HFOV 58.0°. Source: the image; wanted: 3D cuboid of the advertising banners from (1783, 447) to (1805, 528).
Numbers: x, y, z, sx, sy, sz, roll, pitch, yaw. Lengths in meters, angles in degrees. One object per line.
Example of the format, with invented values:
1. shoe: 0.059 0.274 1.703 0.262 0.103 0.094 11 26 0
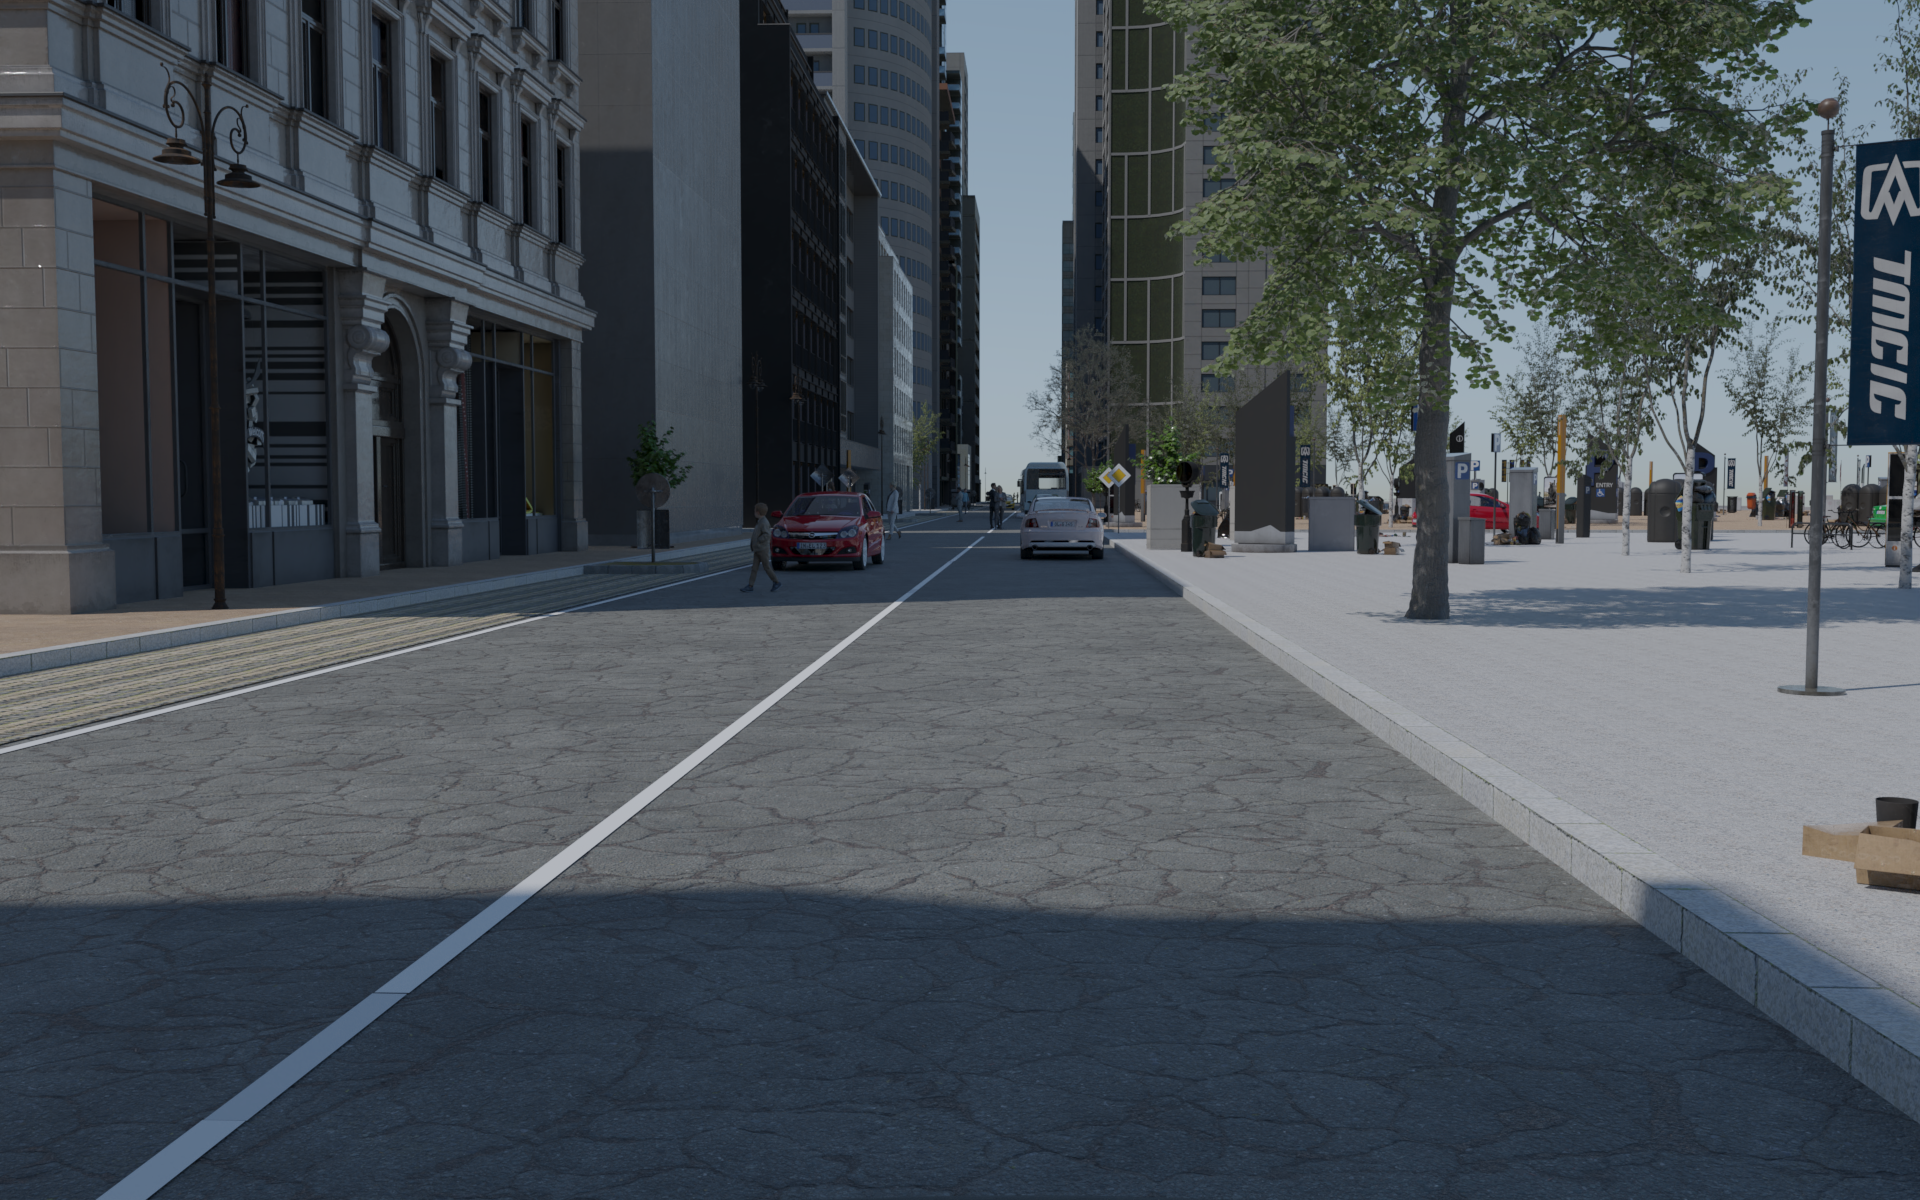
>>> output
1. advertising banners: 31.367 -4.221 65.205 2.074 3.025 0.090 -3 5 -43

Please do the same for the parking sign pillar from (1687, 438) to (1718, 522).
1. parking sign pillar: 34.643 -5.653 80.904 1.447 3.967 1.447 0 4 -1

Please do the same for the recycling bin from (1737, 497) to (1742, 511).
1. recycling bin: 59.477 -7.348 132.694 0.722 1.027 0.722 1 4 23

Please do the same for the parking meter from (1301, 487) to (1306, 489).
1. parking meter: 19.514 -5.653 98.129 0.255 1.863 0.399 -1 4 -20

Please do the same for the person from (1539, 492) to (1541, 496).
1. person: 72.487 -12.700 216.925 0.721 1.735 1.217 1 4 15

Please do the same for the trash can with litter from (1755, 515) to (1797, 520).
1. trash can with litter: 40.885 -4.642 86.951 1.678 1.210 2.233 -3 4 -38

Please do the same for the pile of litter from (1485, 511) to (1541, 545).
1. pile of litter: 13.999 -1.828 43.857 1.719 0.858 1.176 -1 4 -20

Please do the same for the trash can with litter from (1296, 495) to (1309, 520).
1. trash can with litter: 17.787 -4.671 87.432 2.233 1.210 1.678 -2 4 -35

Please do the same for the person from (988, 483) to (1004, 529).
1. person: 1.458 -3.915 71.876 0.474 1.900 0.648 -3 4 -36

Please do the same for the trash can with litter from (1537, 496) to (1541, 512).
1. trash can with litter: 36.409 -5.964 108.904 0.624 1.170 1.055 2 4 32

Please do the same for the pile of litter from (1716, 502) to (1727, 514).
1. pile of litter: 50.174 -6.151 114.533 1.719 0.858 1.176 -1 4 -16

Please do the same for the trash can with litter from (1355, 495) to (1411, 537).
1. trash can with litter: 12.674 -2.505 52.007 2.233 1.210 1.678 1 4 22

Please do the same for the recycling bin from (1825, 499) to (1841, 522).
1. recycling bin: 40.712 -4.160 80.571 0.722 1.027 0.722 2 4 32

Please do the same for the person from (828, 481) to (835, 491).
1. person: -3.717 -2.481 49.338 0.520 1.790 0.573 -1 4 -17

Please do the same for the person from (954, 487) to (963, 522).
1. person: -0.080 -4.940 89.447 0.466 1.800 0.511 0 4 3

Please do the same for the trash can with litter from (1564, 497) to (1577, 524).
1. trash can with litter: 25.903 -3.812 73.716 1.055 1.170 0.624 -3 5 -40

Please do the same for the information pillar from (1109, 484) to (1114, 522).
1. information pillar: 6.410 -4.173 72.715 0.304 2.012 0.304 1 4 9

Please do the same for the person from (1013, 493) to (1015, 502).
1. person: 7.525 -14.031 239.368 0.415 1.643 0.593 -3 4 -36

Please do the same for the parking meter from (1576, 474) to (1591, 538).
1. parking meter: 18.334 -2.764 50.903 0.399 1.863 0.255 -3 4 -36

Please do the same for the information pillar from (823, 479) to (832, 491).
1. information pillar: -5.514 -4.125 71.932 0.304 2.012 0.304 -3 5 -44

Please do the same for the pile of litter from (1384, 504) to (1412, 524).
1. pile of litter: 19.392 -3.760 75.440 1.719 0.858 1.176 2 4 33

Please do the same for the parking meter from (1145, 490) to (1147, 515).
1. parking meter: 11.395 -5.972 106.048 0.372 1.533 0.369 0 3 0

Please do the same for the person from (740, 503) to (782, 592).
1. person: -2.900 -0.771 25.377 0.640 1.303 0.475 -2 4 -35

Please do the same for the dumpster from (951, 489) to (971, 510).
1. dumpster: 0.090 -9.033 155.901 1.865 1.857 1.264 0 4 5

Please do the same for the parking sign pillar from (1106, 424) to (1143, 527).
1. parking sign pillar: 6.390 -4.821 67.301 1.447 3.967 1.447 -1 4 -15

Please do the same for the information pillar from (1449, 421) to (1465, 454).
1. information pillar: 16.033 -3.946 55.878 0.504 3.616 0.183 2 4 28

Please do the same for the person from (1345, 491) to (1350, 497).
1. person: 48.926 -12.880 219.182 1.348 1.812 0.705 2 4 33

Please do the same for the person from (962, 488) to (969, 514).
1. person: 0.333 -7.084 124.182 0.638 1.841 0.748 -1 4 -12

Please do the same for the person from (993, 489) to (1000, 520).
1. person: 2.026 -5.244 94.101 0.748 1.841 0.638 -1 4 -22

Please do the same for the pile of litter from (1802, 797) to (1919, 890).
1. pile of litter: 3.482 0.513 5.582 1.176 0.858 1.719 0 4 3

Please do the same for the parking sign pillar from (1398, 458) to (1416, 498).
1. parking sign pillar: 31.337 -8.124 121.299 1.447 3.967 1.447 0 4 -3

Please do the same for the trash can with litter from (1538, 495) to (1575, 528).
1. trash can with litter: 22.407 -3.390 66.482 2.233 1.210 1.678 2 4 27

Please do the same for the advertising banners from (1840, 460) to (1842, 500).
1. advertising banners: 45.088 -5.653 88.618 0.090 3.025 2.074 2 4 24

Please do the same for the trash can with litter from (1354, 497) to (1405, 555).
1. trash can with litter: 8.902 -1.551 36.744 1.055 1.170 0.624 2 4 28

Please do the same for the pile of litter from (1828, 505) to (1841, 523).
1. pile of litter: 38.671 -3.789 75.908 1.176 0.858 1.719 1 4 23

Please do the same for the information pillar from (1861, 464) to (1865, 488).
1. information pillar: 69.627 -8.699 133.583 0.504 3.616 0.183 -3 5 -44

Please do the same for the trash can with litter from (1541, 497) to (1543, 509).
1. trash can with litter: 27.636 -4.226 80.476 0.624 1.170 1.055 3 5 41

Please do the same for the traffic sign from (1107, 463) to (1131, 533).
1. traffic sign: 5.165 -3.226 56.387 0.795 2.450 0.064 0 4 3

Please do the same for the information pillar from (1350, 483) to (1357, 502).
1. information pillar: 26.937 -6.978 118.578 0.304 2.012 0.304 -2 4 -31

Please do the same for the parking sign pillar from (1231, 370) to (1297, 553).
1. parking sign pillar: 6.738 -3.045 38.251 1.447 3.967 1.447 3 5 41

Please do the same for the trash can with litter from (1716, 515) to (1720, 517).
1. trash can with litter: 41.754 -5.261 97.073 2.233 1.210 1.678 -2 4 -25

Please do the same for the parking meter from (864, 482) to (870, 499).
1. parking meter: -4.679 -4.974 87.036 0.255 1.863 0.399 1 4 13

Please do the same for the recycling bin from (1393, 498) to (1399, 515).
1. recycling bin: 26.162 -5.525 102.885 0.722 1.027 0.722 0 4 2

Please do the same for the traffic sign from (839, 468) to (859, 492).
1. traffic sign: -4.156 -3.742 64.822 0.795 2.450 0.064 0 4 3

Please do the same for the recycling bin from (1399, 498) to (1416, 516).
1. recycling bin: 26.070 -5.360 100.193 0.722 1.027 0.722 -3 5 -40

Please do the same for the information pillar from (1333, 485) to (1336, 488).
1. information pillar: 29.880 -8.165 137.990 0.304 2.012 0.304 3 5 43

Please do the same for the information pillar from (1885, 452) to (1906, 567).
1. information pillar: 16.426 -1.582 30.352 0.304 2.012 0.304 3 4 36

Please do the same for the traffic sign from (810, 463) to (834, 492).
1. traffic sign: -4.518 -3.254 56.846 0.795 2.450 0.064 0 4 3

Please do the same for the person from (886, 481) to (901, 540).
1. person: -2.055 -2.800 54.153 0.514 1.842 0.818 3 5 43

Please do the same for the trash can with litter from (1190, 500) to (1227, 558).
1. trash can with litter: 5.082 -1.445 35.015 0.624 1.170 1.055 -1 4 -19

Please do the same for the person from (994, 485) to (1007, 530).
1. person: 1.655 -3.757 70.104 0.537 1.800 0.526 0 4 0

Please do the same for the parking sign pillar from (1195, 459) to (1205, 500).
1. parking sign pillar: 15.784 -7.682 114.070 1.447 3.967 1.447 0 4 0

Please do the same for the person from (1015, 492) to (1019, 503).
1. person: 8.960 -16.091 272.417 0.721 1.723 1.217 2 4 28

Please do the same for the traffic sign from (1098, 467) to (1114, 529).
1. traffic sign: 5.528 -3.714 64.364 0.795 2.450 0.064 0 4 3

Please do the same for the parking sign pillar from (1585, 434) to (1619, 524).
1. parking sign pillar: 28.651 -5.459 77.724 1.447 3.967 1.447 0 4 1

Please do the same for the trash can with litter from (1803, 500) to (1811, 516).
1. trash can with litter: 50.091 -5.544 102.027 0.624 1.170 1.055 -3 5 -39
